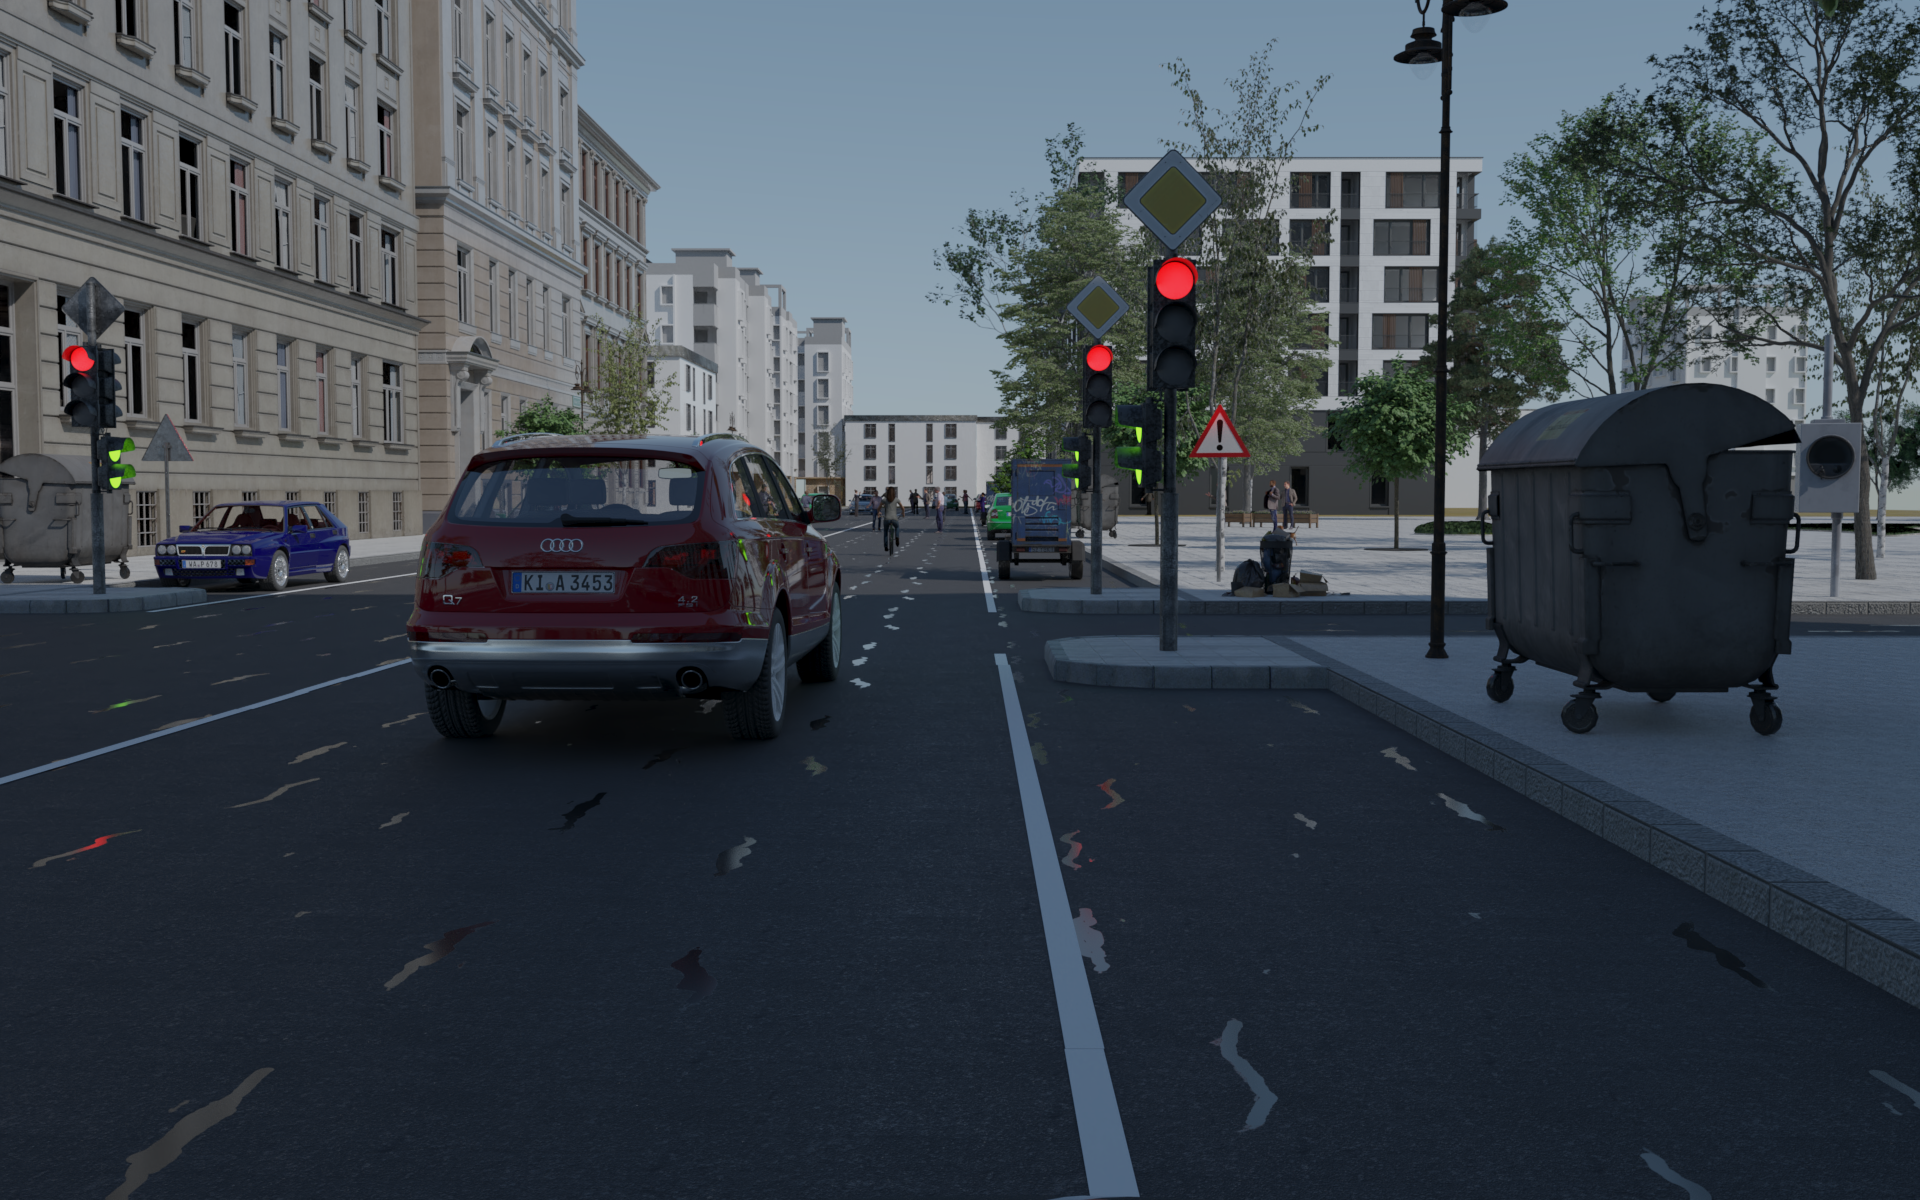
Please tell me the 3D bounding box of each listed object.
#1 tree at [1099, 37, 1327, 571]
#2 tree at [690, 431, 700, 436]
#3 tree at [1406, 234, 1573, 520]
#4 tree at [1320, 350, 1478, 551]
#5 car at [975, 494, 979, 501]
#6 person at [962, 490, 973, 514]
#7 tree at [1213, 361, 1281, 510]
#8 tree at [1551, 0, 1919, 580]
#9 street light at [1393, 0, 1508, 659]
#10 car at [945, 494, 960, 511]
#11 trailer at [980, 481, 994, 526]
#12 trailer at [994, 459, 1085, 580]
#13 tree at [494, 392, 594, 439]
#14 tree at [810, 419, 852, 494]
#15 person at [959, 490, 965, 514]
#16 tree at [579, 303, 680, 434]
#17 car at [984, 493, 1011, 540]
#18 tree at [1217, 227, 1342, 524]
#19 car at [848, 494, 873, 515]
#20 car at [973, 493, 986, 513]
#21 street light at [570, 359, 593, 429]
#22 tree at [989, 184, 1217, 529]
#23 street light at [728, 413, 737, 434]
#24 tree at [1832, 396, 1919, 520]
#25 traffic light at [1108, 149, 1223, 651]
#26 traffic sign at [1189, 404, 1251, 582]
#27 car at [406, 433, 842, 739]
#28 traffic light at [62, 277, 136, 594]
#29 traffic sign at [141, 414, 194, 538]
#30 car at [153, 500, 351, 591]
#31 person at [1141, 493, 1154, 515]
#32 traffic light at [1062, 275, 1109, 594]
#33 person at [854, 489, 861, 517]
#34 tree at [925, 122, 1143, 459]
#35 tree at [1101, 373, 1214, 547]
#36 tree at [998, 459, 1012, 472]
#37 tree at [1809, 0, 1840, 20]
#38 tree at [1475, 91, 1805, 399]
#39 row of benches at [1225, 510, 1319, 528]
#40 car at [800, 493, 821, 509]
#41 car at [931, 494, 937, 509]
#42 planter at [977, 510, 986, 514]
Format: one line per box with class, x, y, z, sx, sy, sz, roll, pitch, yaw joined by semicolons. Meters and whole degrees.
tree;4.317;-4.794;28.741;4.360;8.622;3.978;0;3;0
tree;-13.796;-6.505;90.068;4.285;4.588;4.351;0;3;0
tree;26.081;-10.889;85.455;7.806;13.903;7.818;0;3;0
tree;9.939;-3.416;39.560;4.285;4.588;4.351;0;3;0
car;2.257;-9.243;159.912;1.959;1.807;4.718;0;4;1
person;0.507;-7.005;123.755;0.721;1.743;1.217;3;4;37
tree;14.879;-8.492;89.201;4.737;8.622;4.395;0;3;0
tree;13.617;-5.603;26.016;8.767;10.594;7.601;0;4;0
street light;3.739;-2.484;13.401;0.468;5.910;1.993;0;4;0
car;-1.032;-8.377;148.763;2.131;1.459;4.920;0;4;-2
trailer;1.657;-4.335;77.918;1.471;1.999;3.904;0;3;0
trailer;1.370;-1.406;30.041;1.471;1.999;3.904;0;4;1
tree;-13.185;-4.400;55.646;4.285;4.588;4.351;0;3;0
tree;-12.645;-13.298;167.791;4.360;8.622;3.978;0;3;0
person;0.178;-7.161;126.108;0.750;1.759;0.617;1;4;16
tree;-13.084;-7.173;67.633;4.737;8.622;4.395;0;3;0
car;1.754;-2.837;55.173;1.959;1.807;4.718;0;4;1
tree;12.294;-9.525;73.853;7.486;12.596;7.792;0;3;0
car;-6.730;-6.649;120.708;2.014;1.417;4.499;0;4;1
car;2.092;-7.716;135.191;2.155;1.783;4.494;0;4;-1
street light;-12.985;-5.309;59.592;0.468;5.910;1.993;0;4;0
tree;4.679;-8.932;64.157;7.486;12.596;7.792;0;3;0
street light;-12.711;-7.585;96.805;0.468;5.910;1.993;0;4;0
tree;52.967;-7.350;83.083;20.602;7.101;11.467;0;4;8
traffic light;1.692;-1.520;14.100;0.839;4.213;0.868;0;4;0
traffic sign;3.777;-1.542;25.216;0.884;2.594;0.081;1;4;9
car;-2.004;-0.185;11.693;2.281;1.827;5.304;0;4;2
traffic light;-11.034;-2.011;22.125;0.839;4.213;0.868;0;4;0
traffic sign;-12.860;-1.719;28.102;0.884;2.594;0.081;0;4;6
car;-10.866;-0.869;26.789;1.945;1.354;3.894;0;4;1
person;11.406;-6.032;104.799;0.705;1.807;1.348;3;4;38
traffic light;1.728;-2.009;22.085;0.839;4.213;0.868;0;4;0
person;-6.459;-6.151;109.873;0.742;1.727;0.445;3;5;42
tree;4.556;-14.381;91.026;12.611;20.169;13.585;0;3;0
tree;4.922;-3.608;42.701;4.285;4.588;4.351;0;3;0
tree;4.409;-8.926;129.660;4.285;4.588;4.351;0;3;0
tree;3.913;-3.355;5.218;4.360;8.622;3.978;0;3;0
tree;16.893;-7.215;43.718;9.928;11.665;9.643;0;3;0
row of benches;11.908;-3.116;66.403;4.104;0.672;1.422;3;5;40
car;-7.637;-5.026;90.968;1.959;1.807;4.718;0;4;0
car;-1.887;-9.705;170.673;2.014;1.417;4.499;0;4;1
planter;2.220;-6.292;124.010;1.991;0.319;1.994;0;4;0
